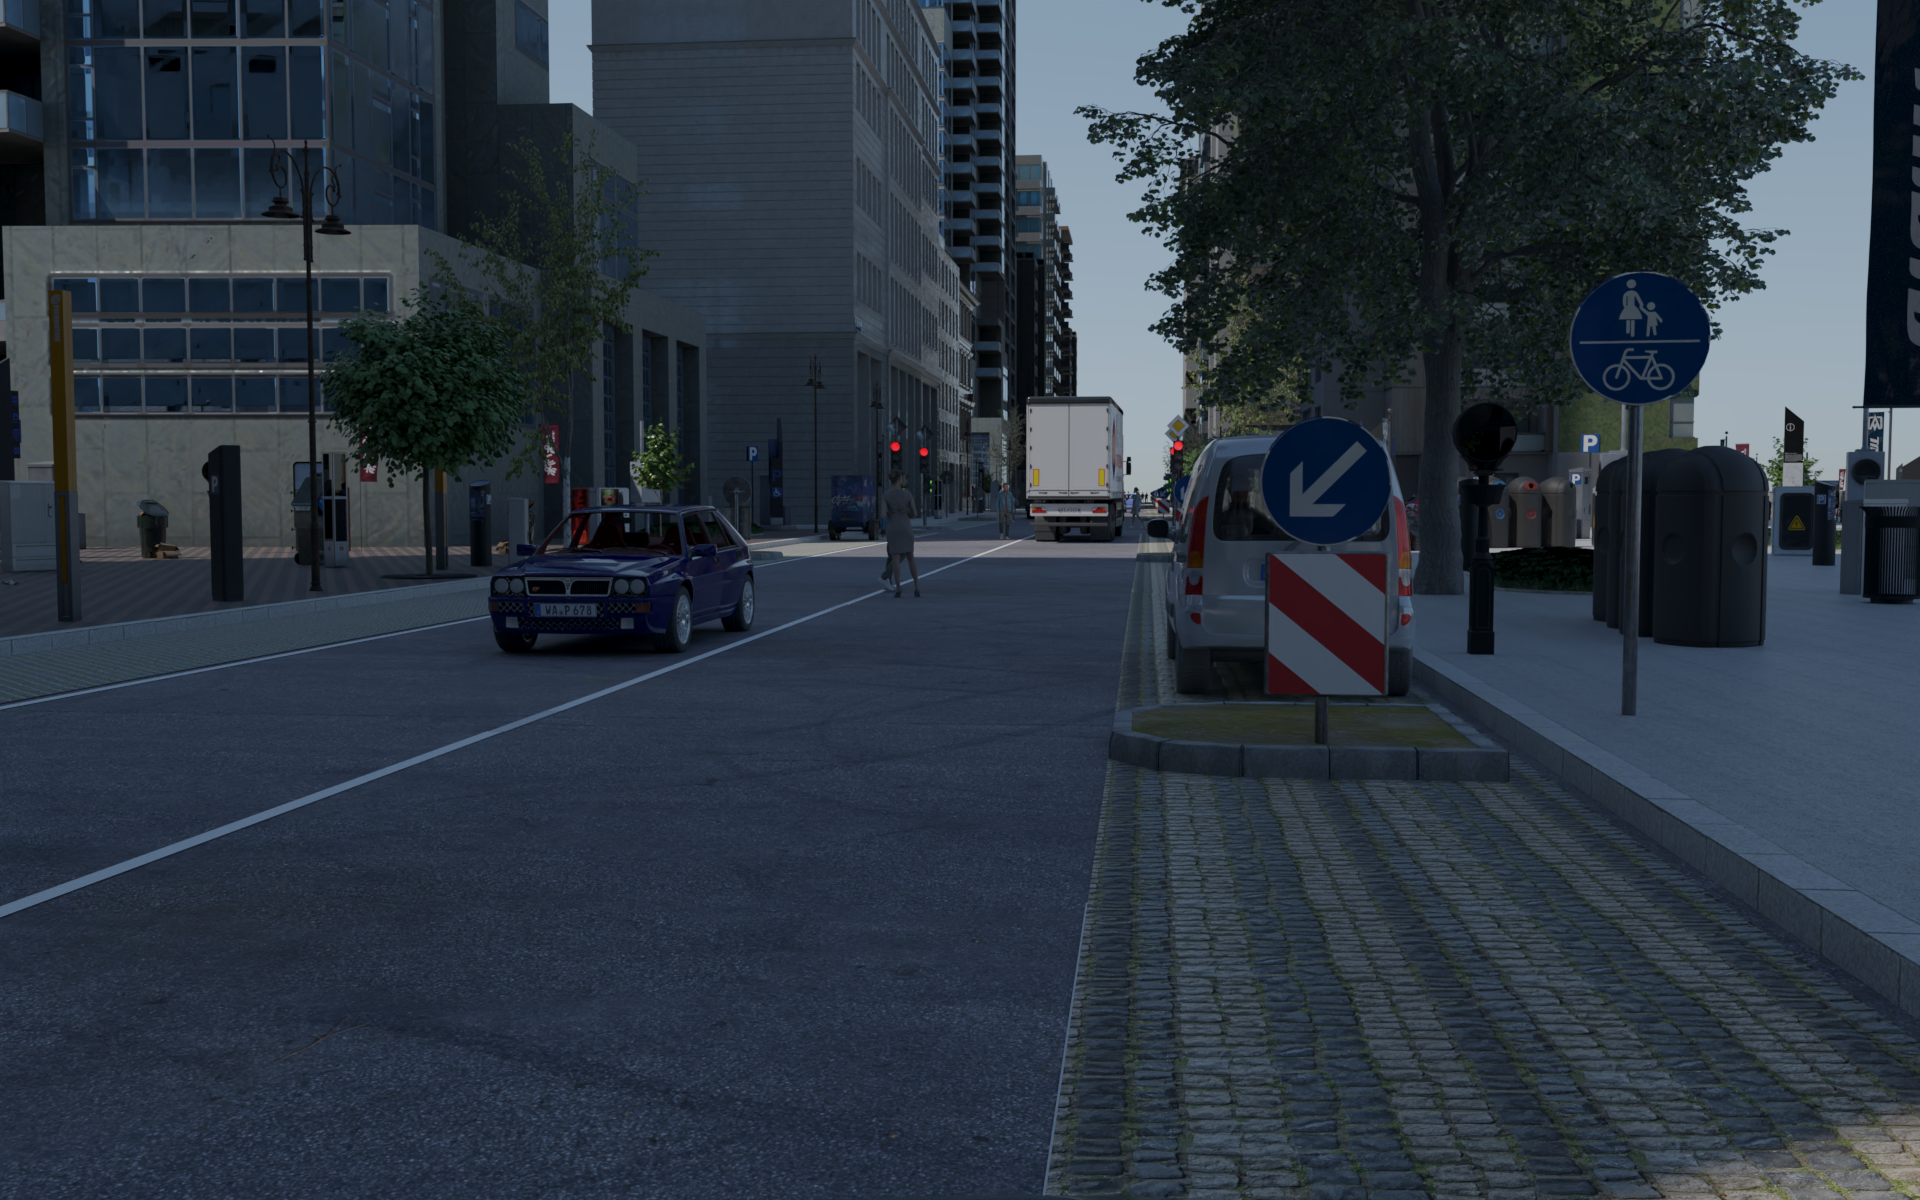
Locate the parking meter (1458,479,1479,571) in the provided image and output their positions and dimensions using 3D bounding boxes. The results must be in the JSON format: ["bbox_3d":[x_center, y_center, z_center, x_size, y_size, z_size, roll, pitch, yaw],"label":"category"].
[{"bbox_3d":[8.501,-1.254,28.922,0.372,1.533,0.369,0,3,0],"label":"parking meter"}]

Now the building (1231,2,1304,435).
[{"bbox_3d":[22.707,-20.063,99.732,14.160,30.474,14.107,0,4,6],"label":"building"}]

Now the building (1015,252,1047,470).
[{"bbox_3d":[2.854,-26.507,205.091,14.160,30.474,14.107,0,4,6],"label":"building"}]

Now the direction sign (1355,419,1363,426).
[{"bbox_3d":[12.093,-3.705,52.575,0.379,3.537,0.876,0,4,-2],"label":"direction sign"}]

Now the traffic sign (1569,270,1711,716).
[{"bbox_3d":[3.886,-0.604,9.984,0.768,2.556,0.104,1,4,11],"label":"traffic sign"}]

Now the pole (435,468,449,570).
[{"bbox_3d":[-8.773,-2.166,29.254,0.158,3.312,0.155,0,3,0],"label":"pole"}]

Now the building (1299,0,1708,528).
[{"bbox_3d":[21.974,-23.781,72.421,14.086,41.232,14.154,0,4,6],"label":"building"}]

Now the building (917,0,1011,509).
[{"bbox_3d":[-5.946,-51.849,160.397,22.319,86.520,31.000,0,4,6],"label":"building"}]

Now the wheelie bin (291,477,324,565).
[{"bbox_3d":[-11.696,-1.443,31.505,0.980,1.594,0.693,2,4,32],"label":"wheelie bin"}]

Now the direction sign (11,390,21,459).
[{"bbox_3d":[-20.776,-2.794,37.687,0.379,3.537,0.876,1,4,13],"label":"direction sign"}]

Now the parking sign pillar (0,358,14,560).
[{"bbox_3d":[-19.302,-2.778,33.898,1.447,3.967,1.447,3,5,40],"label":"parking sign pillar"}]

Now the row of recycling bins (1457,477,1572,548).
[{"bbox_3d":[13.027,-2.090,41.279,3.534,1.692,1.069,-1,4,-17],"label":"row of recycling bins"}]

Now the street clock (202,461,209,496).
[{"bbox_3d":[-15.990,-1.996,37.203,0.471,2.002,0.358,0,4,1],"label":"street clock"}]

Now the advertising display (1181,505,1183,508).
[{"bbox_3d":[17.891,-8.221,139.632,0.123,1.923,0.974,0,4,-2],"label":"advertising display"}]

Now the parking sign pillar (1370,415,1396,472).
[{"bbox_3d":[14.422,-4.369,59.904,1.447,3.967,1.447,-3,4,-38],"label":"parking sign pillar"}]

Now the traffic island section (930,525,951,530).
[{"bbox_3d":[-1.449,-2.943,70.399,2.009,0.180,2.903,0,4,6],"label":"traffic island section"}]

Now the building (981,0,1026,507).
[{"bbox_3d":[-2.319,-45.757,186.382,20.563,71.187,20.611,0,4,6],"label":"building"}]

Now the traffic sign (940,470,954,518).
[{"bbox_3d":[-0.714,-5.678,92.939,0.768,2.556,0.104,1,4,15],"label":"traffic sign"}]

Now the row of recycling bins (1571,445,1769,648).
[{"bbox_3d":[6.588,-0.550,16.104,1.069,1.692,3.534,1,4,10],"label":"row of recycling bins"}]

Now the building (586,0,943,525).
[{"bbox_3d":[-8.133,-18.861,85.865,11.434,29.767,29.804,0,4,6],"label":"building"}]

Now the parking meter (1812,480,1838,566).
[{"bbox_3d":[15.528,-1.387,31.094,0.372,1.533,0.369,0,3,0],"label":"parking meter"}]

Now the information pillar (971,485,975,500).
[{"bbox_3d":[1.051,-8.540,144.126,0.304,2.012,0.304,0,4,-3],"label":"information pillar"}]

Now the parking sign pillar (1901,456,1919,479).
[{"bbox_3d":[62.739,-7.683,114.085,1.447,3.967,1.447,1,4,15],"label":"parking sign pillar"}]

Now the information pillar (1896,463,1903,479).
[{"bbox_3d":[70.988,-8.537,130.931,0.504,3.616,0.183,0,4,-2],"label":"information pillar"}]

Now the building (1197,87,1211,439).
[{"bbox_3d":[34.908,-33.692,170.475,23.786,49.044,30.456,0,4,6],"label":"building"}]

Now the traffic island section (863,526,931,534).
[{"bbox_3d":[-2.304,-2.457,62.460,2.009,0.180,2.903,0,4,6],"label":"traffic island section"}]

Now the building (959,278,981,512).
[{"bbox_3d":[-4.645,-16.072,127.410,10.561,19.102,19.286,0,4,6],"label":"building"}]

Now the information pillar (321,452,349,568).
[{"bbox_3d":[-10.870,-1.569,30.147,0.304,2.012,0.304,2,4,34],"label":"information pillar"}]

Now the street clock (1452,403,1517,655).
[{"bbox_3d":[4.183,-0.568,13.857,0.471,2.002,0.358,0,4,8],"label":"street clock"}]

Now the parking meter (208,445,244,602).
[{"bbox_3d":[-8.819,-0.923,20.804,0.399,1.863,0.255,3,5,44],"label":"parking meter"}]

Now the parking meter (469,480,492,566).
[{"bbox_3d":[-8.531,-1.371,30.819,0.372,1.533,0.369,0,3,0],"label":"parking meter"}]

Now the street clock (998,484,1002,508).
[{"bbox_3d":[3.005,-8.316,140.535,0.358,2.002,0.471,-3,4,-36],"label":"street clock"}]

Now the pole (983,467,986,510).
[{"bbox_3d":[1.854,-8.488,132.619,0.158,3.312,0.155,0,3,0],"label":"pole"}]

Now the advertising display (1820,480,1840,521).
[{"bbox_3d":[40.628,-4.639,81.062,0.974,1.923,0.123,3,5,45],"label":"advertising display"}]

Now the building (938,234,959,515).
[{"bbox_3d":[-6.112,-15.572,109.359,10.420,20.320,16.860,0,4,6],"label":"building"}]

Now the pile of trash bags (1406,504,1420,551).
[{"bbox_3d":[8.889,-1.793,39.075,3.447,1.369,1.912,-2,4,-27],"label":"pile of trash bags"}]

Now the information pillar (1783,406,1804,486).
[{"bbox_3d":[22.182,-3.352,46.161,0.504,3.616,0.183,1,4,18],"label":"information pillar"}]

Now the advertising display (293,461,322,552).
[{"bbox_3d":[-12.659,-1.777,34.262,0.974,1.923,0.123,-1,4,-10],"label":"advertising display"}]

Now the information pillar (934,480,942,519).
[{"bbox_3d":[-1.125,-5.193,89.392,0.304,2.012,0.304,-3,5,-41],"label":"information pillar"}]

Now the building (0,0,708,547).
[{"bbox_3d":[-25.774,-45.152,50.908,31.000,86.520,22.319,0,4,6],"label":"building"}]

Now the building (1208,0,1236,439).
[{"bbox_3d":[29.068,-35.808,127.467,21.231,58.520,28.212,0,4,6],"label":"building"}]

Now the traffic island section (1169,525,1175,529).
[{"bbox_3d":[8.584,-2.877,69.318,2.009,0.180,2.903,0,4,6],"label":"traffic island section"}]

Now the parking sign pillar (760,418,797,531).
[{"bbox_3d":[-6.465,-4.430,60.902,1.447,3.967,1.447,-1,4,-8],"label":"parking sign pillar"}]

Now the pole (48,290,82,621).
[{"bbox_3d":[-9.022,-1.444,17.457,0.158,3.312,0.155,0,3,0],"label":"pole"}]
